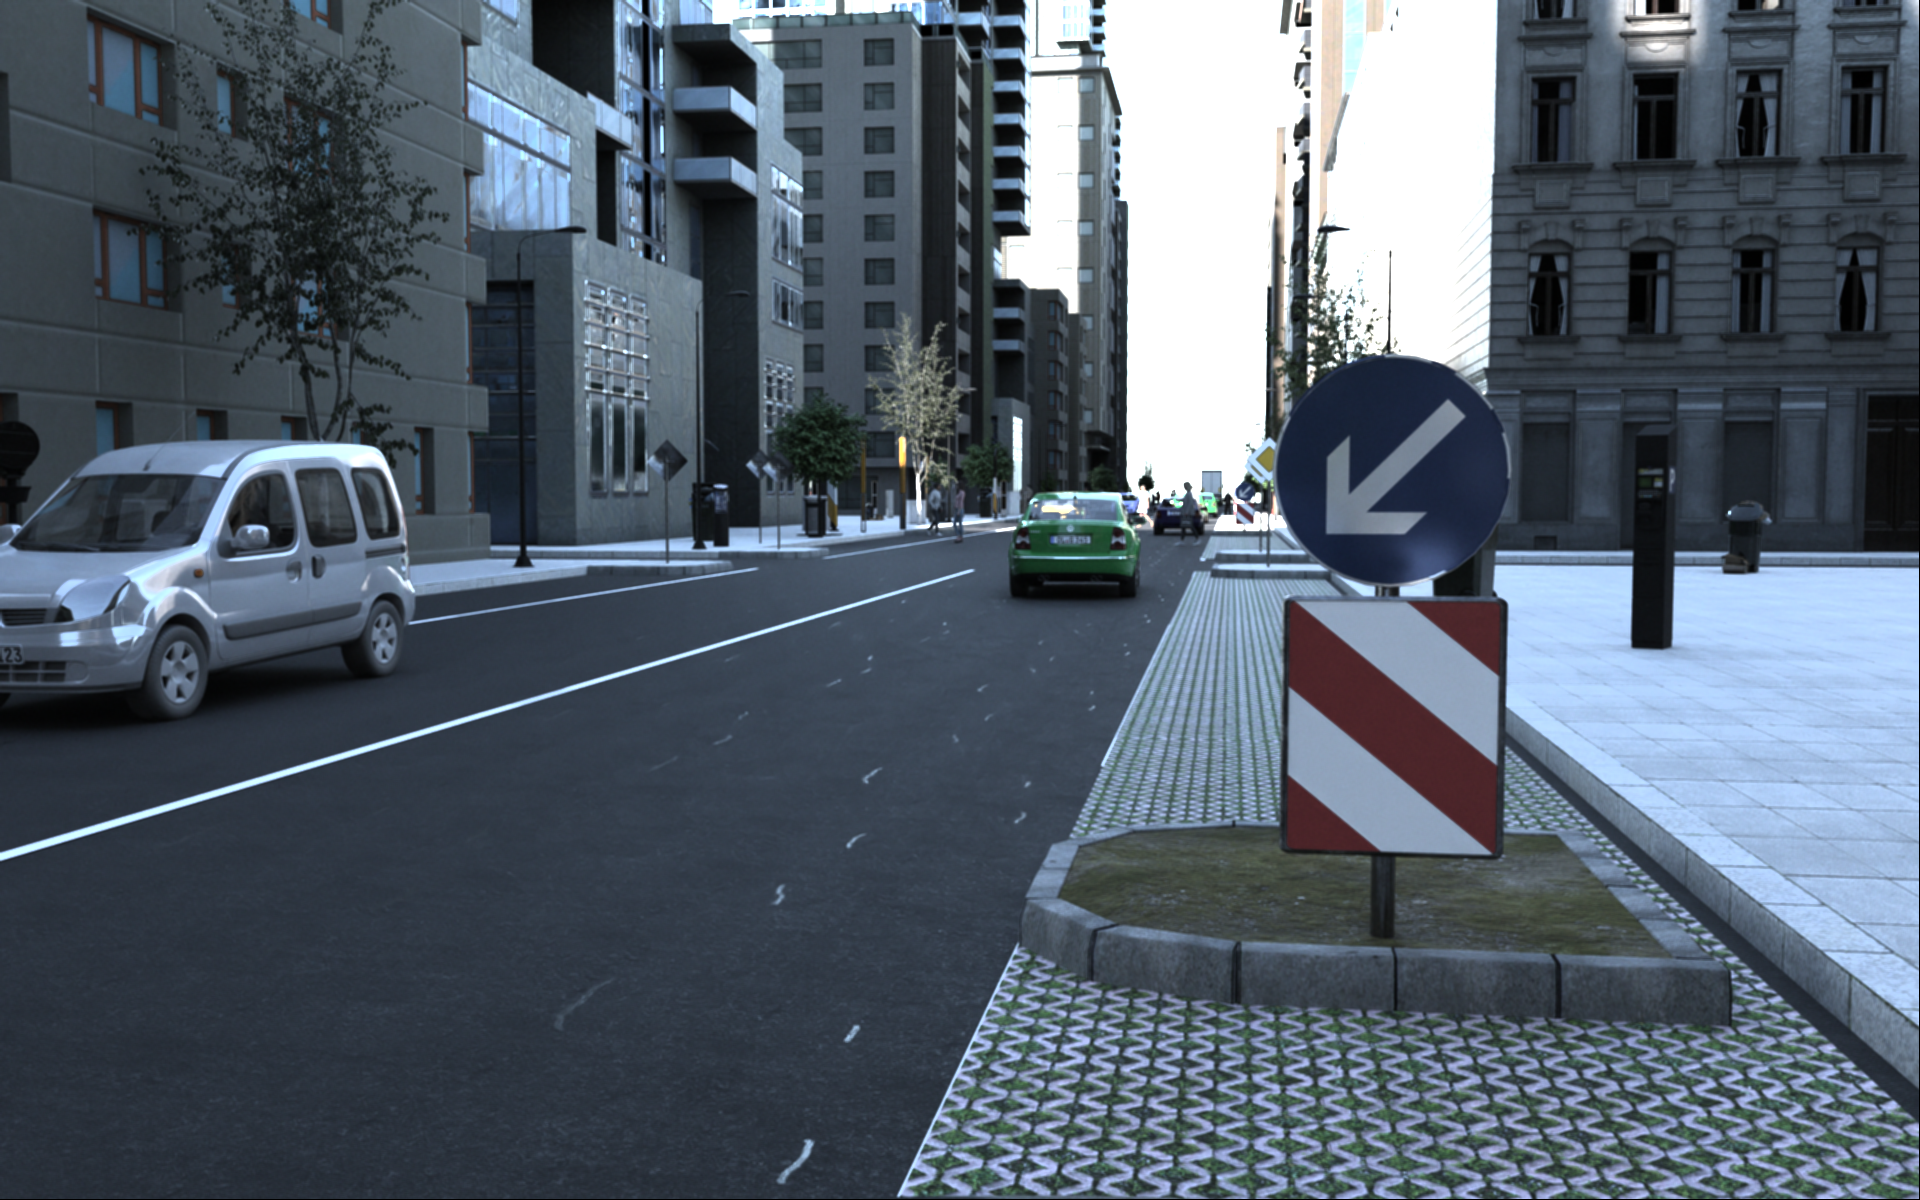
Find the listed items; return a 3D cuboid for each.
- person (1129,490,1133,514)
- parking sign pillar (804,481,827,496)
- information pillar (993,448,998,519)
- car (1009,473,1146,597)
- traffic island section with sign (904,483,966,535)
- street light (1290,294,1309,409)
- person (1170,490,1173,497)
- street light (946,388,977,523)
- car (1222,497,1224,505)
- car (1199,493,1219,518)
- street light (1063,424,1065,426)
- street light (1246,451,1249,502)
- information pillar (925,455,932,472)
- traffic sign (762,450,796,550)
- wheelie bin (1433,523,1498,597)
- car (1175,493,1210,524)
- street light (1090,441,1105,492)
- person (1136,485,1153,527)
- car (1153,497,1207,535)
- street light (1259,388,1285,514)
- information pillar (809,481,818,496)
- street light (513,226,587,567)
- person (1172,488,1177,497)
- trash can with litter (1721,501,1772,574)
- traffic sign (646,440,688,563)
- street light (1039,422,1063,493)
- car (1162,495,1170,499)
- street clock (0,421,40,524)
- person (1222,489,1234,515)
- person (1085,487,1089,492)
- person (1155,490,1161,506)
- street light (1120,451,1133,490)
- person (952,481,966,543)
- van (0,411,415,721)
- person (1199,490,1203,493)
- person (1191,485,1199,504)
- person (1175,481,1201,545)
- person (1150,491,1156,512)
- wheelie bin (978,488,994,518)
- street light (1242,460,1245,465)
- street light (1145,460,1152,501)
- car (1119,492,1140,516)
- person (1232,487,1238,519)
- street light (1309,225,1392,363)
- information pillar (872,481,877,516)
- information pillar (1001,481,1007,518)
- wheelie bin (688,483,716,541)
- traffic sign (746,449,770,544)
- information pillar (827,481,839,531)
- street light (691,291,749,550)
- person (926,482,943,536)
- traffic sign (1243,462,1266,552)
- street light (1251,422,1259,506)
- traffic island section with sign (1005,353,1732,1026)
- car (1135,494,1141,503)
[{"bbox_3d":[12.234,-6.949,122.831,0.721,1.735,1.217,1,4,10],"label":"person"},{"bbox_3d":[-6.979,-5.733,82.203,1.447,3.967,1.447,0,4,-4],"label":"parking sign pillar"},{"bbox_3d":[1.788,-5.889,87.636,0.183,3.616,0.504,1,4,13],"label":"information pillar"},{"bbox_3d":[1.758,-1.026,25.578,1.959,1.807,4.718,0,4,7],"label":"car"},{"bbox_3d":[-0.828,-3.229,61.416,1.989,1.847,2.006,1,4,9],"label":"traffic island section with sign"},{"bbox_3d":[8.407,-4.144,40.288,1.470,5.913,1.316,1,4,9],"label":"street light"},{"bbox_3d":[18.653,-8.796,152.335,0.705,1.821,1.348,0,4,6],"label":"person"},{"bbox_3d":[0.053,-6.342,76.239,1.470,5.913,1.316,1,4,9],"label":"street light"},{"bbox_3d":[33.053,-12.937,223.519,2.014,1.417,4.499,0,4,7],"label":"car"},{"bbox_3d":[14.732,-5.890,105.095,1.959,1.807,4.718,0,4,8],"label":"car"},{"bbox_3d":[6.312,-8.747,115.556,1.470,5.913,1.316,1,4,9],"label":"street light"},{"bbox_3d":[25.888,-10.912,150.954,1.470,5.913,1.316,1,4,9],"label":"street light"},{"bbox_3d":[-1.809,-6.677,100.515,0.504,3.616,0.183,3,4,38],"label":"information pillar"},{"bbox_3d":[-4.174,-2.217,39.889,0.795,2.450,0.064,1,4,9],"label":"traffic sign"},{"bbox_3d":[5.549,-0.688,19.153,0.693,1.594,0.980,3,4,37],"label":"wheelie bin"},{"bbox_3d":[11.320,-4.688,85.444,1.959,1.807,4.718,1,4,10],"label":"car"},{"bbox_3d":[12.001,-10.993,152.269,1.470,5.913,1.316,1,4,9],"label":"street light"},{"bbox_3d":[7.946,-4.046,74.746,0.778,1.811,0.616,-1,4,-15],"label":"person"},{"bbox_3d":[7.855,-3.019,61.947,1.945,1.354,3.894,1,4,9],"label":"car"},{"bbox_3d":[14.031,-6.342,76.230,1.470,5.913,1.316,1,4,9],"label":"street light"},{"bbox_3d":[-6.632,-4.519,78.379,0.304,2.012,0.304,-2,4,-27],"label":"information pillar"},{"bbox_3d":[-7.148,-3.527,30.206,1.470,5.913,1.316,1,4,9],"label":"street light"},{"bbox_3d":[13.149,-5.973,106.560,0.834,1.777,0.661,1,4,22],"label":"person"},{"bbox_3d":[12.737,-1.022,28.094,0.624,1.170,1.055,2,4,34],"label":"trash can with litter"},{"bbox_3d":[-5.410,-1.734,31.999,0.795,2.450,0.064,1,4,9],"label":"traffic sign"},{"bbox_3d":[5.690,-8.541,112.179,1.470,5.913,1.316,1,4,9],"label":"street light"},{"bbox_3d":[25.891,-12.290,213.523,1.945,1.354,3.894,1,4,8],"label":"car"},{"bbox_3d":[-9.461,-0.779,17.304,0.358,2.002,0.471,3,5,42],"label":"street clock"},{"bbox_3d":[18.765,-6.853,121.092,0.434,1.755,0.990,-3,5,-40],"label":"person"},{"bbox_3d":[7.182,-5.440,97.545,0.778,1.811,0.616,3,4,37],"label":"person"},{"bbox_3d":[19.023,-9.633,165.931,0.705,1.831,1.348,2,4,27],"label":"person"},{"bbox_3d":[19.073,-13.772,197.720,1.470,5.913,1.316,1,4,9],"label":"street light"},{"bbox_3d":[-0.030,-2.612,51.217,0.388,1.821,0.555,-1,4,-16],"label":"person"},{"bbox_3d":[-5.530,-0.327,12.365,2.013,2.044,4.112,1,4,10],"label":"van"},{"bbox_3d":[16.980,-6.851,121.297,0.721,1.735,1.217,1,4,22],"label":"person"},{"bbox_3d":[9.609,-3.884,72.120,0.709,1.813,0.853,-2,4,-27],"label":"person"},{"bbox_3d":[6.390,-2.428,48.376,0.728,1.800,0.709,0,4,-4],"label":"person"},{"bbox_3d":[15.688,-8.014,140.444,0.530,1.710,0.541,0,4,-5],"label":"person"},{"bbox_3d":[1.419,-5.265,93.997,0.980,1.594,0.693,1,4,11],"label":"wheelie bin"},{"bbox_3d":[33.192,-13.793,198.061,1.470,5.913,1.316,1,4,9],"label":"street light"},{"bbox_3d":[24.774,-16.005,234.214,1.470,5.913,1.316,1,4,9],"label":"street light"},{"bbox_3d":[11.145,-6.537,116.466,1.945,1.707,3.694,1,4,11],"label":"car"},{"bbox_3d":[16.006,-5.635,100.437,0.447,1.846,0.655,-1,4,-22],"label":"person"},{"bbox_3d":[6.866,-3.515,30.013,1.470,5.913,1.316,1,4,9],"label":"street light"},{"bbox_3d":[-4.963,-5.877,100.584,0.304,2.012,0.304,-1,4,-9],"label":"information pillar"},{"bbox_3d":[2.383,-5.506,94.513,0.304,2.012,0.304,0,4,-2],"label":"information pillar"},{"bbox_3d":[-6.980,-2.420,47.475,0.980,1.594,0.693,0,4,1],"label":"wheelie bin"},{"bbox_3d":[-5.175,-2.672,44.871,0.795,2.450,0.064,1,4,13],"label":"traffic sign"},{"bbox_3d":[-4.412,-4.199,60.005,0.183,3.616,0.504,-3,4,-37],"label":"information pillar"},{"bbox_3d":[-5.513,-4.121,39.915,1.470,5.913,1.316,1,4,9],"label":"street light"},{"bbox_3d":[-0.895,-3.129,59.508,0.795,1.843,0.661,2,4,29],"label":"person"},{"bbox_3d":[6.636,-2.112,38.180,0.795,2.450,0.064,1,4,9],"label":"traffic sign"},{"bbox_3d":[20.155,-8.712,114.975,1.470,5.913,1.316,1,4,9],"label":"street light"},{"bbox_3d":[1.237,0.178,5.710,1.989,1.847,2.006,1,4,9],"label":"traffic island section with sign"},{"bbox_3d":[18.370,-10.571,182.619,2.009,1.686,4.222,1,4,9],"label":"car"}]
